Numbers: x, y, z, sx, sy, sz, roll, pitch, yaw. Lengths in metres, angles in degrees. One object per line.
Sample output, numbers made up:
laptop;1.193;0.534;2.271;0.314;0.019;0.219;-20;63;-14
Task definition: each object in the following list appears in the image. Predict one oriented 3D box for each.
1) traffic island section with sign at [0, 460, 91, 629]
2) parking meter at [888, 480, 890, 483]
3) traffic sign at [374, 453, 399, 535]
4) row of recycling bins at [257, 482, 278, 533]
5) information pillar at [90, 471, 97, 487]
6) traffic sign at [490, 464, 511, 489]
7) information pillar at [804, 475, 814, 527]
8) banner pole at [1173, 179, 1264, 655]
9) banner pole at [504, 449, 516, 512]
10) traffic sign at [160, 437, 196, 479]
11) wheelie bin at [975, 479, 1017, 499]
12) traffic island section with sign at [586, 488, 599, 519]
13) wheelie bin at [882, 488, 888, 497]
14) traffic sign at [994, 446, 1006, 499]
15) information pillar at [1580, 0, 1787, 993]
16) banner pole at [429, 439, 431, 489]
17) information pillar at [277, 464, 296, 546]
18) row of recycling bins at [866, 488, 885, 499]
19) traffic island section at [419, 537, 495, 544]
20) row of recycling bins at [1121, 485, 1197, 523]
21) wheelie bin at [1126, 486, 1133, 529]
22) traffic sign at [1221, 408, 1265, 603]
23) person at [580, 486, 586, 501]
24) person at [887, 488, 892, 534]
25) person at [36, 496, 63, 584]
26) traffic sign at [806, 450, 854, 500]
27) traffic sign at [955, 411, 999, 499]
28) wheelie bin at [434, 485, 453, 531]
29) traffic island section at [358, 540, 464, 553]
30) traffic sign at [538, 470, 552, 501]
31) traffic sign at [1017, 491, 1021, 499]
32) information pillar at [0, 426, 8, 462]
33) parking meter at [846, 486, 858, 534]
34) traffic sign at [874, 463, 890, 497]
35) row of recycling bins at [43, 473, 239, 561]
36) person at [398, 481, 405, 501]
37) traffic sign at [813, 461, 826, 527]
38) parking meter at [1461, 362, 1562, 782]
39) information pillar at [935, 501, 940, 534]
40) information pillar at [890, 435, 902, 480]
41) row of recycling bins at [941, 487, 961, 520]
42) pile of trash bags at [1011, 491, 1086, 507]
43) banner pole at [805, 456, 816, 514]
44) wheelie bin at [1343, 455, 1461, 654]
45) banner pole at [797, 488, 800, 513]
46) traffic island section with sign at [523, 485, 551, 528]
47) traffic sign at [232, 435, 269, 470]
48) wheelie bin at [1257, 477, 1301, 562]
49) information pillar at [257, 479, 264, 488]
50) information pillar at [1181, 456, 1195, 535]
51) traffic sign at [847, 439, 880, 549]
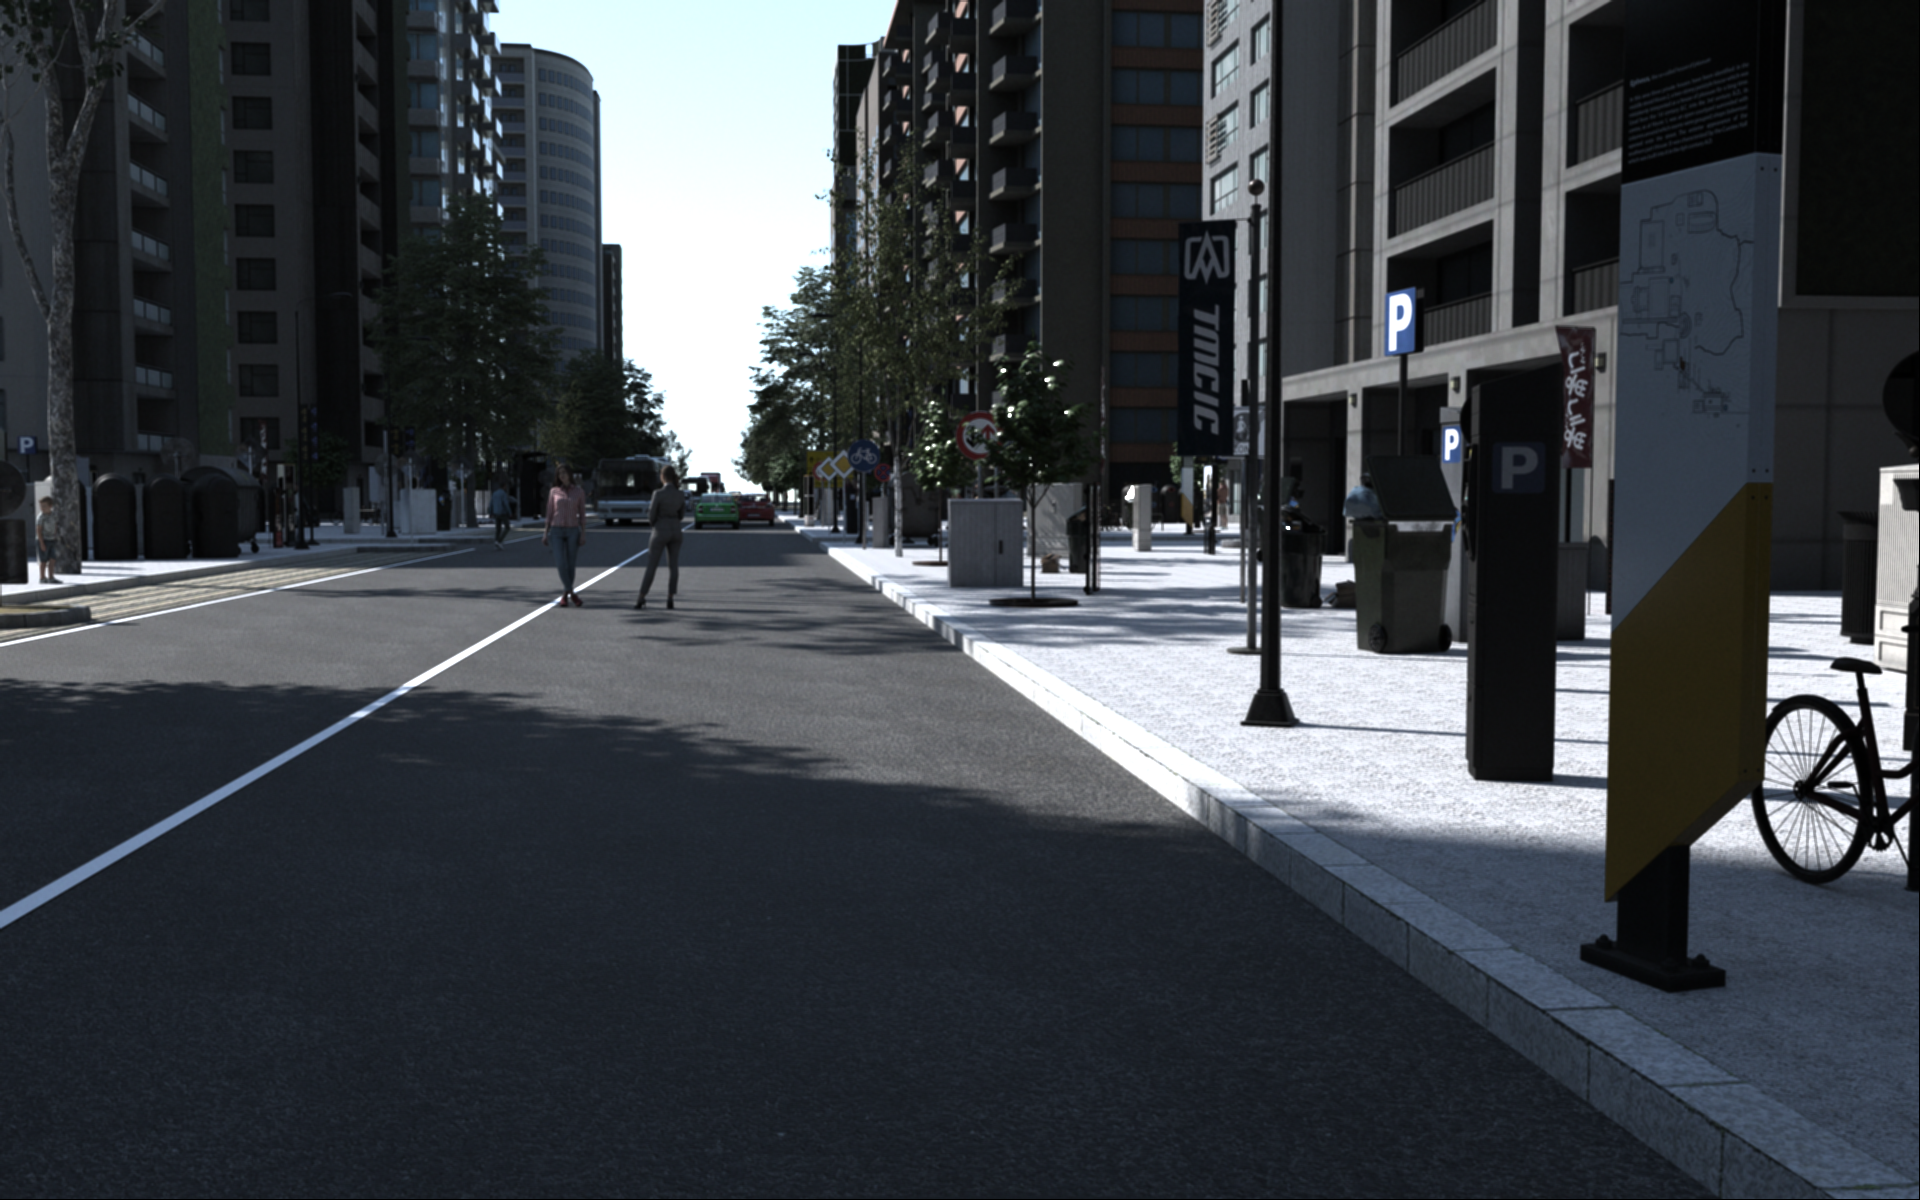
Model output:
traffic island section with sign;-10.791;-0.636;19.032;1.989;1.847;2.006;0;4;-7
parking meter;-2.803;-4.079;72.404;0.399;1.863;0.255;-3;4;-37
traffic sign;-17.666;-3.258;53.380;0.768;2.556;0.104;0;4;0
row of recycling bins;-24.081;-3.094;57.704;3.534;1.692;1.069;-1;4;-17
information pillar;-27.573;-3.085;54.925;0.304;2.012;0.304;0;4;5
traffic sign;-19.622;-4.520;73.906;0.884;2.594;0.081;0;4;-3
information pillar;-5.918;-3.884;67.998;0.304;2.012;0.304;-2;4;-33
banner pole;2.139;-1.464;13.961;0.863;3.779;0.401;1;4;21
banner pole;-21.891;-5.755;84.116;0.863;3.779;0.401;2;4;28
traffic sign;-17.610;-2.380;39.016;0.768;2.556;0.104;0;4;-4
wheelie bin;0.757;-1.794;37.238;0.980;1.594;0.693;0;4;-3
traffic island section with sign;-20.951;-5.647;100.953;1.989;1.847;2.006;0;4;-7
wheelie bin;-3.896;-5.502;97.871;0.980;1.594;0.693;-1;4;-11
traffic sign;0.618;-1.773;29.091;0.768;2.556;0.104;0;4;-6
information pillar;1.878;-0.801;4.452;0.183;3.616;0.504;-1;4;-20
banner pole;-23.926;-5.393;78.188;0.401;3.779;0.863;-1;4;-16
information pillar;-16.542;-2.329;42.567;0.304;2.012;0.304;3;5;39
row of recycling bins;-5.016;-6.398;111.725;3.534;1.692;1.069;-1;4;-11
traffic island section;-14.800;-1.785;51.472;2.009;0.180;2.903;0;4;-7
row of recycling bins;8.840;-4.261;76.776;3.534;1.692;1.069;-1;4;-17
wheelie bin;6.565;-3.433;64.040;0.693;1.594;0.980;-3;5;-40
traffic sign;3.328;-1.113;20.332;0.606;2.300;0.079;0;4;-3
person;-24.841;-6.581;113.663;0.581;1.822;0.654;-1;4;-11
person;-2.085;-3.015;55.525;0.511;1.800;0.466;-2;4;-27
person;-13.073;-0.863;24.843;0.332;1.250;0.352;-2;4;-32
traffic sign;-5.977;-5.262;79.910;2.265;3.308;0.079;0;4;-2
traffic sign;0.314;-1.625;26.668;0.768;2.556;0.104;0;4;1
wheelie bin;-18.186;-3.224;60.618;0.693;1.594;0.980;-3;5;-44
traffic island section;-13.817;-1.301;43.547;2.009;0.180;2.903;0;4;-7
traffic sign;-21.972;-5.603;91.723;0.768;2.556;0.104;0;4;-5
traffic sign;1.096;-1.972;32.345;0.768;2.556;0.104;0;4;-6
information pillar;-29.999;-3.842;54.173;0.504;3.616;0.183;1;4;18
parking meter;-3.482;-2.908;55.955;0.372;1.533;0.369;0;3;0
traffic sign;-3.159;-4.370;71.563;0.768;2.556;0.104;0;4;1
row of recycling bins;-16.137;-1.653;34.137;3.534;1.692;1.069;-2;4;-31
person;-21.797;-3.762;67.728;0.728;1.800;0.709;-2;4;-25
traffic sign;-5.333;-4.104;67.213;0.768;2.556;0.104;0;4;-2
parking meter;2.471;-0.128;7.802;0.399;1.863;0.255;1;4;9
information pillar;-0.868;-3.920;55.439;0.504;3.616;0.183;-1;4;-14
information pillar;-2.546;-4.760;69.174;0.504;3.616;0.183;1;4;9
row of recycling bins;-0.745;-4.883;86.950;1.069;1.692;3.534;1;4;18
pile of trash bags;2.840;-2.826;55.953;3.447;1.369;1.912;2;4;25
banner pole;-8.576;-6.743;100.260;0.863;3.779;0.401;0;4;-7
wheelie bin;3.568;-0.381;14.144;0.980;1.594;0.693;-1;4;-15
banner pole;-10.991;-7.847;118.311;0.863;3.779;0.401;3;4;37
traffic island section with sign;-17.623;-4.011;74.203;1.989;1.847;2.006;0;4;-7
traffic sign;-15.774;-2.372;38.523;0.795;2.593;0.064;0;4;-4
wheelie bin;5.998;-1.517;32.716;0.980;1.594;0.693;2;4;35
information pillar;-33.159;-4.738;81.960;0.304;2.012;0.304;2;4;32
information pillar;7.134;-3.848;54.267;0.504;3.616;0.183;-3;5;-40
traffic sign;-2.224;-2.450;40.171;0.768;2.556;0.104;0;4;2
